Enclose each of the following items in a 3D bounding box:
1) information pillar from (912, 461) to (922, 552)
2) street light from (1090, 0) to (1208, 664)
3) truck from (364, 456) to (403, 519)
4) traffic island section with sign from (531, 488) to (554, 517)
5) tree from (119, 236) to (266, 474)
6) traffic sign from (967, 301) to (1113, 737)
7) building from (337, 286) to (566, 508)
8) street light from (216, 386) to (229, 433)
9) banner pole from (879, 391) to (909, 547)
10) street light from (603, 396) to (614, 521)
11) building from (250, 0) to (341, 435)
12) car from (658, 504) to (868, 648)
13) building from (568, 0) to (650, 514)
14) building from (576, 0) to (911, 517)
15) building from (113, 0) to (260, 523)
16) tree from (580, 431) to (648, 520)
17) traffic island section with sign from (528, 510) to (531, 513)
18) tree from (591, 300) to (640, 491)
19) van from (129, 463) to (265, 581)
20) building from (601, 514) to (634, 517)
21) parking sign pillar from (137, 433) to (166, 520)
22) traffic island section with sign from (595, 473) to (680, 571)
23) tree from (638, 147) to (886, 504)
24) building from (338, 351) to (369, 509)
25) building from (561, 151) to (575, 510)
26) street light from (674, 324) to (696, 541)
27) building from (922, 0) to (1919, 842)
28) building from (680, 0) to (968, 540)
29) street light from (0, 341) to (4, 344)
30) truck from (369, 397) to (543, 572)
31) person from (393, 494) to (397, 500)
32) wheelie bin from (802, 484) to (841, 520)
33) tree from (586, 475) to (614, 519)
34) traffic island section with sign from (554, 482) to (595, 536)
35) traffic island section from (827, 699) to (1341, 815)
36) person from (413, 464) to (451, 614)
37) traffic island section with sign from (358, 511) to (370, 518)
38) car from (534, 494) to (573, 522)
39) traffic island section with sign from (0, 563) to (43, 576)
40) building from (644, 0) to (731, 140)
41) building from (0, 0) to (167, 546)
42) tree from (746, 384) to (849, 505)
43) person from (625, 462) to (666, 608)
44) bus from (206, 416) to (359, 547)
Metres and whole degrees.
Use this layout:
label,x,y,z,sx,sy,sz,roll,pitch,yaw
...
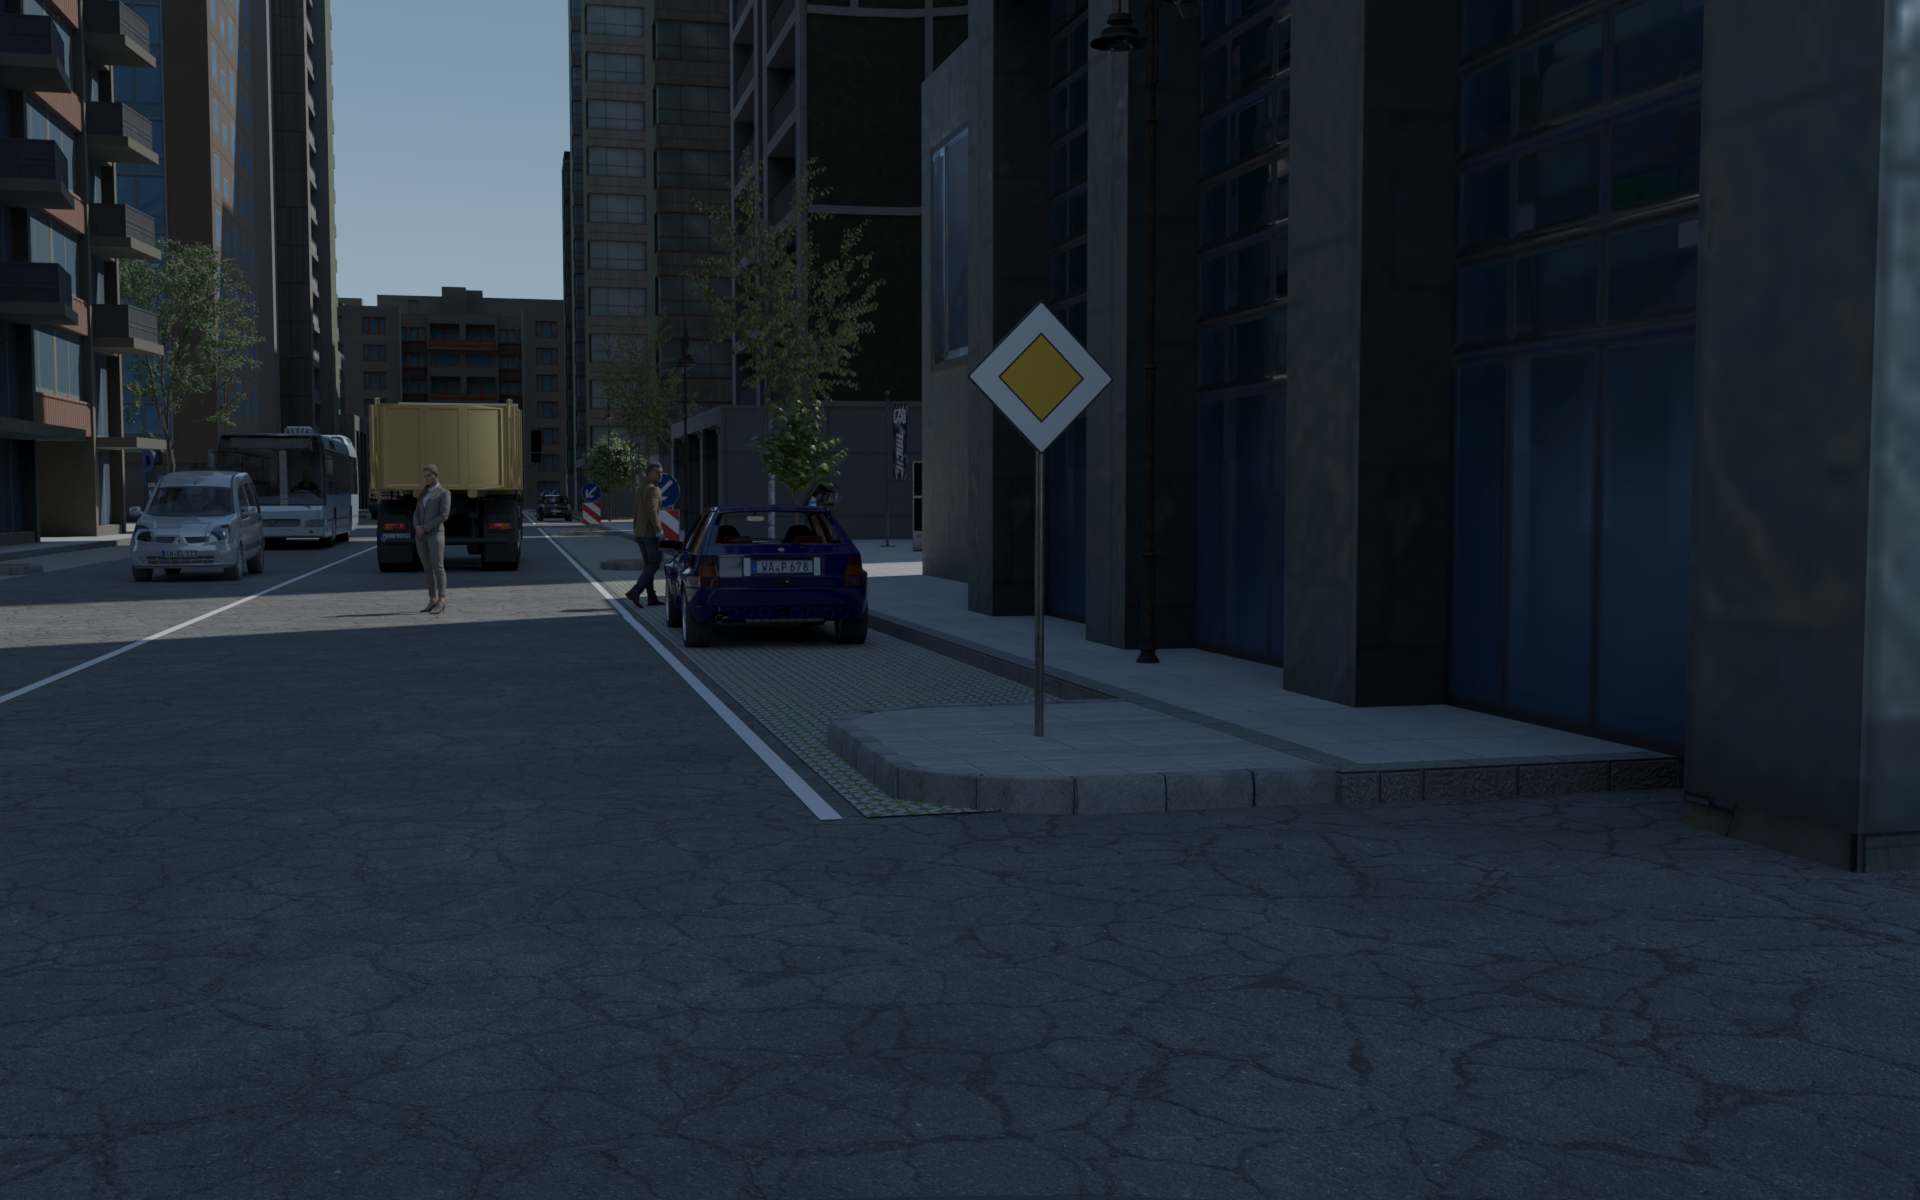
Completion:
label,x,y,z,sx,sy,sz,roll,pitch,yaw
information pillar,-0.892,-2.092,38.703,0.304,2.012,0.304,0,4,7
street light,1.432,-2.460,13.015,0.468,5.910,1.993,-1,4,-15
truck,-32.879,-6.872,101.270,2.839,4.237,11.283,-1,4,-13
traffic island section with sign,-25.522,-6.073,107.922,1.989,1.847,2.006,-1,4,-15
tree,-30.503,-8.610,66.525,9.928,11.665,9.643,0,3,0
traffic sign,0.416,-0.334,9.109,0.795,2.450,0.064,-1,4,-15
building,-49.796,-20.147,174.446,28.899,21.520,27.650,-1,4,-15
street light,-31.465,-6.205,74.236,0.468,5.910,1.993,-1,4,-15
banner pole,-1.585,-3.189,42.156,0.863,3.779,0.401,-3,5,-40
street light,-16.529,-6.653,81.559,0.468,5.910,1.993,-1,4,-15
building,-51.108,-26.663,119.538,14.154,41.232,14.086,-1,4,-15
car,-2.043,-0.305,17.560,1.945,1.354,3.894,-1,4,-13
building,-23.476,-27.689,136.308,14.154,41.232,14.086,-1,4,-15
building,-15.933,-41.635,118.990,20.563,71.187,20.611,-1,4,-15
building,-42.090,-26.441,82.422,14.600,45.320,14.200,-1,4,-15
tree,-17.331,-6.338,87.333,4.285,4.588,4.351,0,3,0
traffic island section with sign,-32.431,-7.679,134.180,1.989,1.847,2.006,-1,4,-15
tree,-12.247,-7.117,66.726,4.737,8.622,4.395,0,3,0
van,-13.103,-1.398,29.872,2.013,2.044,4.112,-1,4,-15
building,-15.152,-25.603,102.206,14.154,41.232,14.086,-1,4,-15
parking sign pillar,-35.096,-5.321,75.469,1.447,3.967,1.447,3,5,41
traffic island section with sign,-5.877,-1.503,33.203,1.989,1.847,2.006,-1,4,-15
tree,-3.880,-5.341,37.685,4.737,8.622,4.395,0,3,0
building,-64.370,-50.331,135.591,31.000,86.520,22.319,-1,4,-15
building,-27.246,-23.150,150.195,14.160,30.474,14.107,-1,4,-15
street light,-7.500,-4.559,47.331,0.468,5.910,1.993,-1,4,-15
building,15.548,-43.176,18.594,31.000,86.520,22.319,-1,4,-15
building,2.174,-37.566,52.452,20.563,71.187,20.611,-1,4,-15
street light,-22.439,-4.106,39.918,0.468,5.910,1.993,-1,4,-15
truck,-10.362,-2.432,35.688,3.469,3.379,9.791,-1,4,-14
person,-26.391,-4.261,81.407,0.421,1.427,0.697,3,4,38
wheelie bin,-2.644,-1.543,33.140,0.693,1.594,0.980,0,4,1
tree,-18.535,-5.859,90.404,1.663,3.219,1.824,0,3,0
traffic island section with sign,-12.894,-3.136,59.901,1.989,1.847,2.006,-1,4,-15
traffic island section,0.437,0.801,9.192,2.009,0.180,2.903,-1,4,-15
person,-6.413,-0.740,20.870,0.520,1.790,0.573,1,4,12
traffic island section with sign,-36.929,-5.871,104.617,1.989,1.847,2.006,-1,4,-15
car,-21.322,-4.965,90.958,2.009,1.686,4.222,-1,4,-16
traffic island section with sign,-17.509,-1.352,30.735,1.989,1.847,2.006,-1,4,-15
building,-7.082,-18.700,77.439,14.160,30.474,14.107,-1,4,-15
building,-34.256,-23.840,44.406,22.147,44.769,28.867,-1,4,-15
tree,-2.761,-2.205,30.651,1.663,3.219,1.824,0,3,0
person,-3.917,-0.820,21.820,0.656,1.842,0.836,2,4,26
bus,-18.836,-3.312,49.018,2.948,3.499,13.247,-1,4,-15
